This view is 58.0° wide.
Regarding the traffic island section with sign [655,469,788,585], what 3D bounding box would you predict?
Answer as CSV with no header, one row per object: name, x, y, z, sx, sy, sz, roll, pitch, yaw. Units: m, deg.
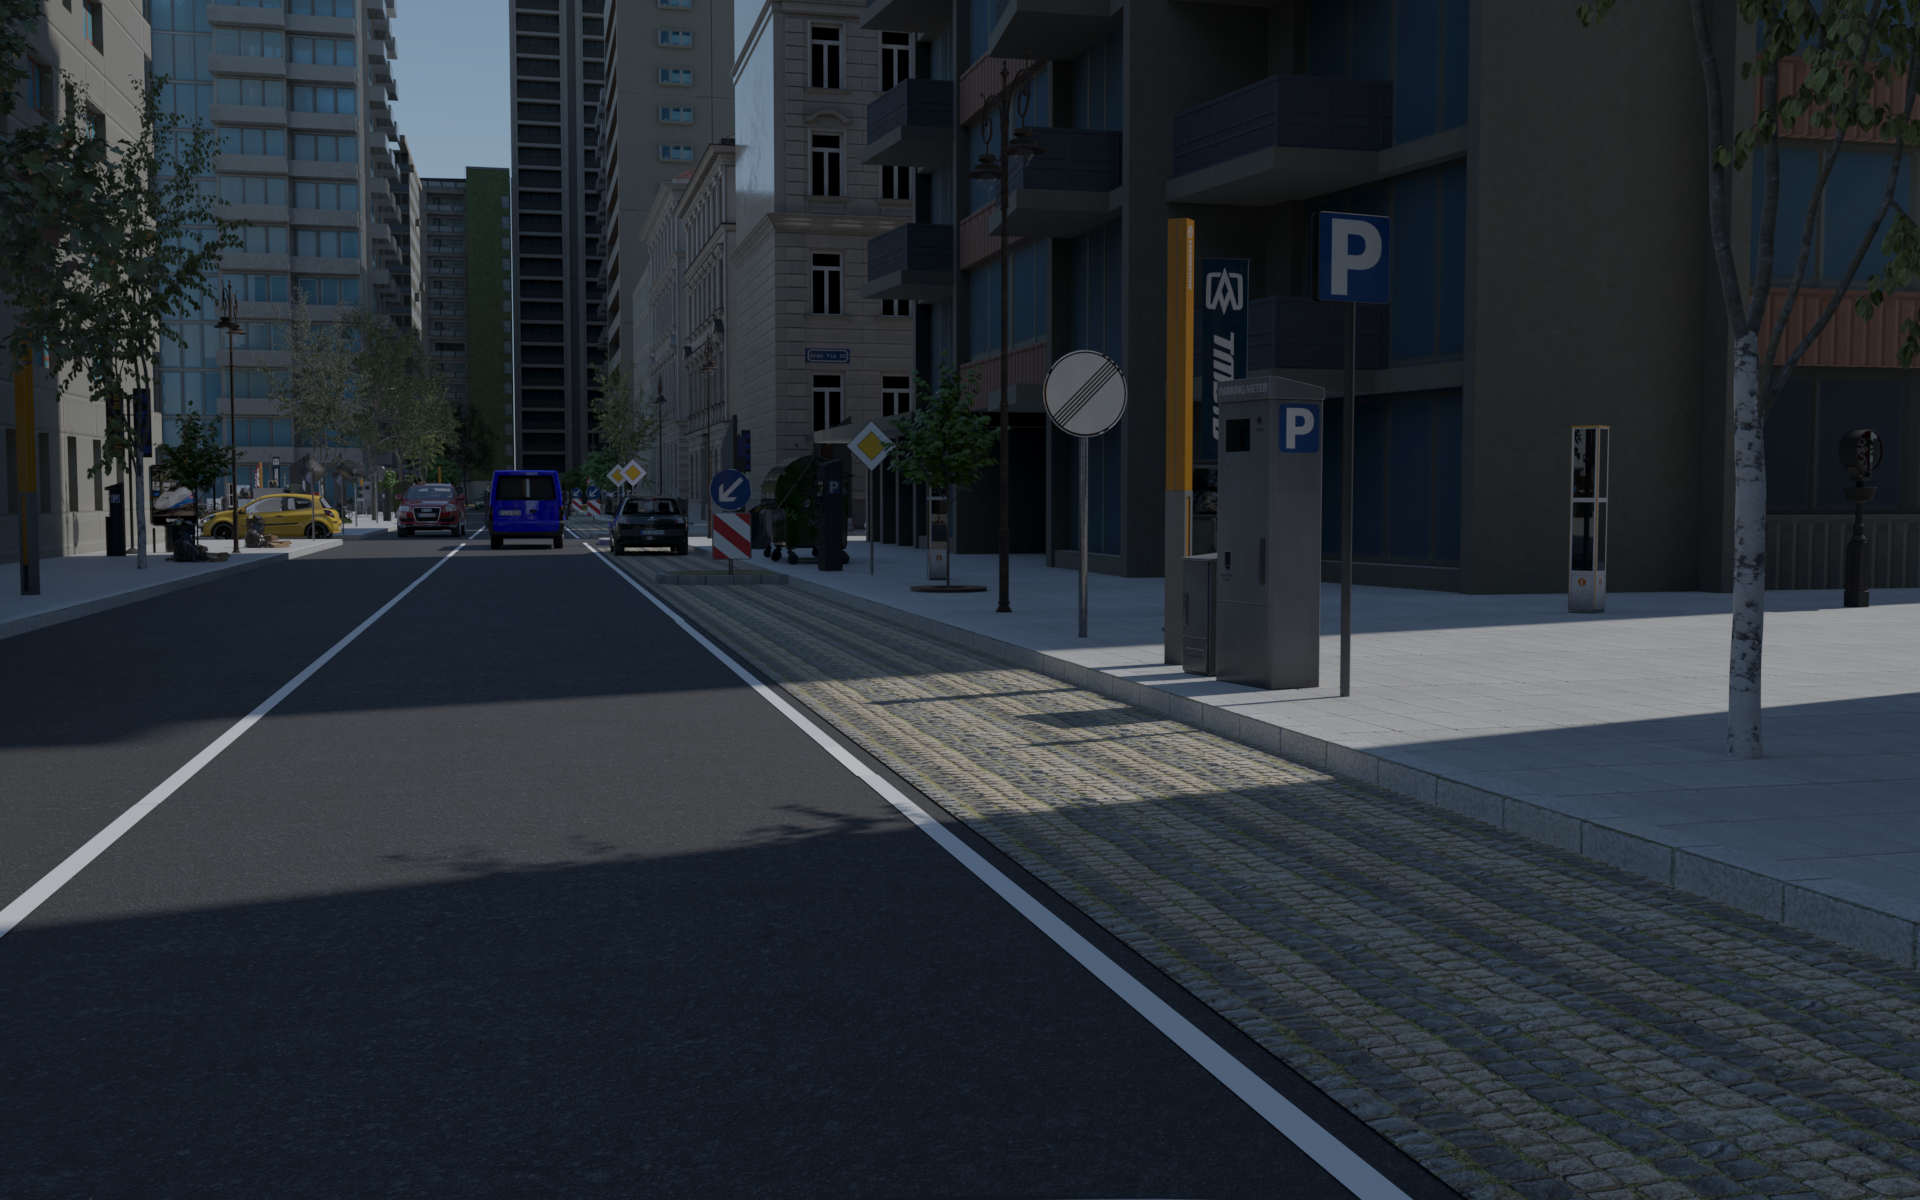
traffic island section with sign,-3.899,-1.186,28.019,1.989,1.847,2.006,-1,4,-14

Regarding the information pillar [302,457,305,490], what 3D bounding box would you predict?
information pillar,-41.010,-7.150,108.260,0.183,3.616,0.504,-2,4,-27

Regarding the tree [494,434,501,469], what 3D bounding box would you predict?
tree,-31.643,-10.034,98.472,8.767,10.594,7.601,3,4,39

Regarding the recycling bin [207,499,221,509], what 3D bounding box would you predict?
recycling bin,-41.629,-5.163,96.967,0.722,1.027,0.722,2,4,27

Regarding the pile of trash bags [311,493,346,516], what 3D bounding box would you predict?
pile of trash bags,-35.250,-5.150,93.950,1.912,1.369,3.447,3,5,39

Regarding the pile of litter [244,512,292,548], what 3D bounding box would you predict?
pile of litter,-16.706,-1.698,41.731,1.176,0.858,1.719,0,4,-8

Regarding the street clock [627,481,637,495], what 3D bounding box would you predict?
street clock,-15.658,-4.779,82.706,0.471,2.002,0.358,-1,4,-14

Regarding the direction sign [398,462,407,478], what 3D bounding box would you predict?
direction sign,-39.933,-8.079,124.087,0.876,3.537,0.379,2,4,34

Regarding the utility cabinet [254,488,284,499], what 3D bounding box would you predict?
utility cabinet,-25.593,-3.406,64.362,1.173,1.500,0.318,-2,4,-27

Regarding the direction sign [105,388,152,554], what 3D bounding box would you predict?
direction sign,-17.744,-2.755,37.036,0.876,3.537,0.379,-1,4,-20

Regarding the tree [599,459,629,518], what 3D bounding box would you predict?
tree,-20.815,-6.740,104.804,1.663,3.219,1.824,0,3,0

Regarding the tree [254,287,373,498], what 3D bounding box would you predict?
tree,-22.648,-6.779,61.201,4.360,8.622,3.978,0,3,0

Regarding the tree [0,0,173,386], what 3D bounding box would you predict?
tree,-10.879,-5.836,12.428,9.611,12.733,9.660,0,3,0

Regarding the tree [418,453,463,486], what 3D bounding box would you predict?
tree,-44.409,-10.016,147.478,4.285,4.588,4.351,0,3,0

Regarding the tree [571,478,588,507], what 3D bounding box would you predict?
tree,-38.570,-11.181,177.417,1.663,3.219,1.824,0,3,0

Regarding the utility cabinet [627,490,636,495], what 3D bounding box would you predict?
utility cabinet,-16.420,-4.767,86.620,0.318,1.500,1.173,-1,4,-19

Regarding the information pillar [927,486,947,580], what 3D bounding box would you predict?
information pillar,-0.330,-1.304,25.811,0.304,2.012,0.304,-1,4,-9

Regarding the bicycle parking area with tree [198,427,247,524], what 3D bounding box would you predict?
bicycle parking area with tree,-34.184,-5.258,72.967,8.231,4.147,9.016,1,4,10

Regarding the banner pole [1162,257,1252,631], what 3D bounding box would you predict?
banner pole,2.315,-1.600,16.177,0.863,3.779,0.401,-1,4,-14

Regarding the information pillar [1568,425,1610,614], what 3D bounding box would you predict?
information pillar,6.782,-0.868,18.689,0.304,2.012,0.304,3,5,41

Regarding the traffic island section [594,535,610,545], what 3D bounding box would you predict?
traffic island section,-9.334,-1.675,49.668,2.009,0.180,2.903,-1,4,-14

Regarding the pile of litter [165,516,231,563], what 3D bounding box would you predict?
pile of litter,-14.609,-1.175,33.171,1.176,0.858,1.719,-1,4,-20

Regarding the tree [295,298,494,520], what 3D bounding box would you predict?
tree,-28.671,-9.125,83.600,8.767,10.594,7.601,2,4,32

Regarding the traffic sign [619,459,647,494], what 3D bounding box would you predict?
traffic sign,-9.355,-2.810,49.585,0.795,2.450,0.064,-1,4,-14

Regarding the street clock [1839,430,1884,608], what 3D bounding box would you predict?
street clock,10.172,-0.919,19.597,0.471,2.002,0.358,-2,4,-27

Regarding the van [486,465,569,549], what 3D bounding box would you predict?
van,-11.741,-2.605,46.976,2.240,2.365,5.245,-1,4,-13

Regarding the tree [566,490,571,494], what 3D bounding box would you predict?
tree,-45.700,-12.786,203.644,1.663,3.219,1.824,0,3,0

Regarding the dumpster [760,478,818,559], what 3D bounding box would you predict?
dumpster,-3.217,-1.747,34.323,1.264,1.857,1.865,-1,4,-14

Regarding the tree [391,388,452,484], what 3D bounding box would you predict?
tree,-34.438,-9.822,110.957,4.737,8.622,4.395,0,3,0

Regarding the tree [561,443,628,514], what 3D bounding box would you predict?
tree,-23.082,-7.896,112.808,4.285,4.588,4.351,0,3,0

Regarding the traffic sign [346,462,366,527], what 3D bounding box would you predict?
traffic sign,-23.703,-4.149,67.939,0.768,2.556,0.104,-1,4,-14

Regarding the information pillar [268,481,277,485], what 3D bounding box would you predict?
information pillar,-37.614,-5.524,94.807,0.304,2.012,0.304,1,4,19

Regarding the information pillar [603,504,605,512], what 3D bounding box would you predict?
information pillar,-25.898,-7.472,126.660,0.304,2.012,0.304,-3,4,-37

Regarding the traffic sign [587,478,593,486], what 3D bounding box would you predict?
traffic sign,-27.012,-7.774,127.204,0.768,2.556,0.104,0,4,-6

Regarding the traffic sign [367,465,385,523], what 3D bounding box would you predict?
traffic sign,-25.438,-4.612,75.516,0.768,2.556,0.104,0,4,-4

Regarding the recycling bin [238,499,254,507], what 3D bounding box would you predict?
recycling bin,-34.844,-4.423,84.869,0.722,1.027,0.722,1,4,9

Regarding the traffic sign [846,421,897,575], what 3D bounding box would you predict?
traffic sign,-1.397,-1.600,27.340,0.795,2.450,0.064,-1,4,-9

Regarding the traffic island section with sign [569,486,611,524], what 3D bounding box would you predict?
traffic island section with sign,-17.590,-4.519,82.509,1.989,1.847,2.006,-1,4,-14

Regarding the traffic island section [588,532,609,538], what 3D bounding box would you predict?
traffic island section,-11.282,-2.149,57.413,2.009,0.180,2.903,-1,4,-14

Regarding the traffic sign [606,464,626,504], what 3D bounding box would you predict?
traffic sign,-11.303,-3.284,57.330,0.795,2.450,0.064,-1,4,-14

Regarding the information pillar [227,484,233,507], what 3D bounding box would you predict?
information pillar,-51.493,-7.198,122.173,0.304,2.012,0.304,2,4,35

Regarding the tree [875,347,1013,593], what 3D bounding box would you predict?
tree,-0.176,-1.737,23.002,1.663,3.219,1.824,0,3,0

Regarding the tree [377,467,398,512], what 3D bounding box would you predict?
tree,-41.269,-7.992,125.273,1.663,3.219,1.824,0,3,0

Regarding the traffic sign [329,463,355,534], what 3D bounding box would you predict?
traffic sign,-19.692,-3.156,55.249,0.795,2.450,0.064,-1,4,-14

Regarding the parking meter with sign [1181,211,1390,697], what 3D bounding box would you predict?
parking meter with sign,2.090,-0.941,11.638,0.543,3.016,1.738,-2,4,-25

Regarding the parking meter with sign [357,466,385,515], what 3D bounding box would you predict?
parking meter with sign,-36.721,-6.820,107.767,1.738,3.016,0.543,0,4,5

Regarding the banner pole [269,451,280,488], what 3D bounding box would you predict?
banner pole,-40.272,-6.831,101.701,0.401,3.779,0.863,3,4,37

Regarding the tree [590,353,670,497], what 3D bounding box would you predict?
tree,-17.440,-8.553,90.210,4.737,8.622,4.395,0,3,0

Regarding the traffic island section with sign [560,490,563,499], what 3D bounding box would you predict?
traffic island section with sign,-24.171,-6.118,108.652,1.989,1.847,2.006,-1,4,-14

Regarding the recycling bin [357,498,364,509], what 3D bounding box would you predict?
recycling bin,-37.740,-5.947,109.791,0.722,1.027,0.722,1,4,17

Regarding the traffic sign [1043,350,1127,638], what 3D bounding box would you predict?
traffic sign,1.100,-0.936,15.414,0.768,2.556,0.104,-1,4,-10

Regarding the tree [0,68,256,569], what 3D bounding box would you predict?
tree,-14.270,-4.834,29.401,4.737,8.622,4.395,0,3,0

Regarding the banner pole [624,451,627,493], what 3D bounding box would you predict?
banner pole,-19.485,-6.785,100.944,0.401,3.779,0.863,-2,4,-25

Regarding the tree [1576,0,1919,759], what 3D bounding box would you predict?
tree,3.888,-3.524,7.976,4.737,8.622,4.395,0,3,0

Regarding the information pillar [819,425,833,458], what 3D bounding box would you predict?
information pillar,-4.488,-4.100,58.391,0.504,3.616,0.183,-1,4,-22

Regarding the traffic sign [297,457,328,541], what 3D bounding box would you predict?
traffic sign,-17.744,-2.683,47.504,0.795,2.450,0.064,-1,4,-14

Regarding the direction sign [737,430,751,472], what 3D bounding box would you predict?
direction sign,-7.783,-4.225,61.077,0.876,3.537,0.379,-2,4,-30

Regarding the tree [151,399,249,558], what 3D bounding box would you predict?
tree,-15.667,-2.491,35.334,1.663,3.219,1.824,0,3,0
